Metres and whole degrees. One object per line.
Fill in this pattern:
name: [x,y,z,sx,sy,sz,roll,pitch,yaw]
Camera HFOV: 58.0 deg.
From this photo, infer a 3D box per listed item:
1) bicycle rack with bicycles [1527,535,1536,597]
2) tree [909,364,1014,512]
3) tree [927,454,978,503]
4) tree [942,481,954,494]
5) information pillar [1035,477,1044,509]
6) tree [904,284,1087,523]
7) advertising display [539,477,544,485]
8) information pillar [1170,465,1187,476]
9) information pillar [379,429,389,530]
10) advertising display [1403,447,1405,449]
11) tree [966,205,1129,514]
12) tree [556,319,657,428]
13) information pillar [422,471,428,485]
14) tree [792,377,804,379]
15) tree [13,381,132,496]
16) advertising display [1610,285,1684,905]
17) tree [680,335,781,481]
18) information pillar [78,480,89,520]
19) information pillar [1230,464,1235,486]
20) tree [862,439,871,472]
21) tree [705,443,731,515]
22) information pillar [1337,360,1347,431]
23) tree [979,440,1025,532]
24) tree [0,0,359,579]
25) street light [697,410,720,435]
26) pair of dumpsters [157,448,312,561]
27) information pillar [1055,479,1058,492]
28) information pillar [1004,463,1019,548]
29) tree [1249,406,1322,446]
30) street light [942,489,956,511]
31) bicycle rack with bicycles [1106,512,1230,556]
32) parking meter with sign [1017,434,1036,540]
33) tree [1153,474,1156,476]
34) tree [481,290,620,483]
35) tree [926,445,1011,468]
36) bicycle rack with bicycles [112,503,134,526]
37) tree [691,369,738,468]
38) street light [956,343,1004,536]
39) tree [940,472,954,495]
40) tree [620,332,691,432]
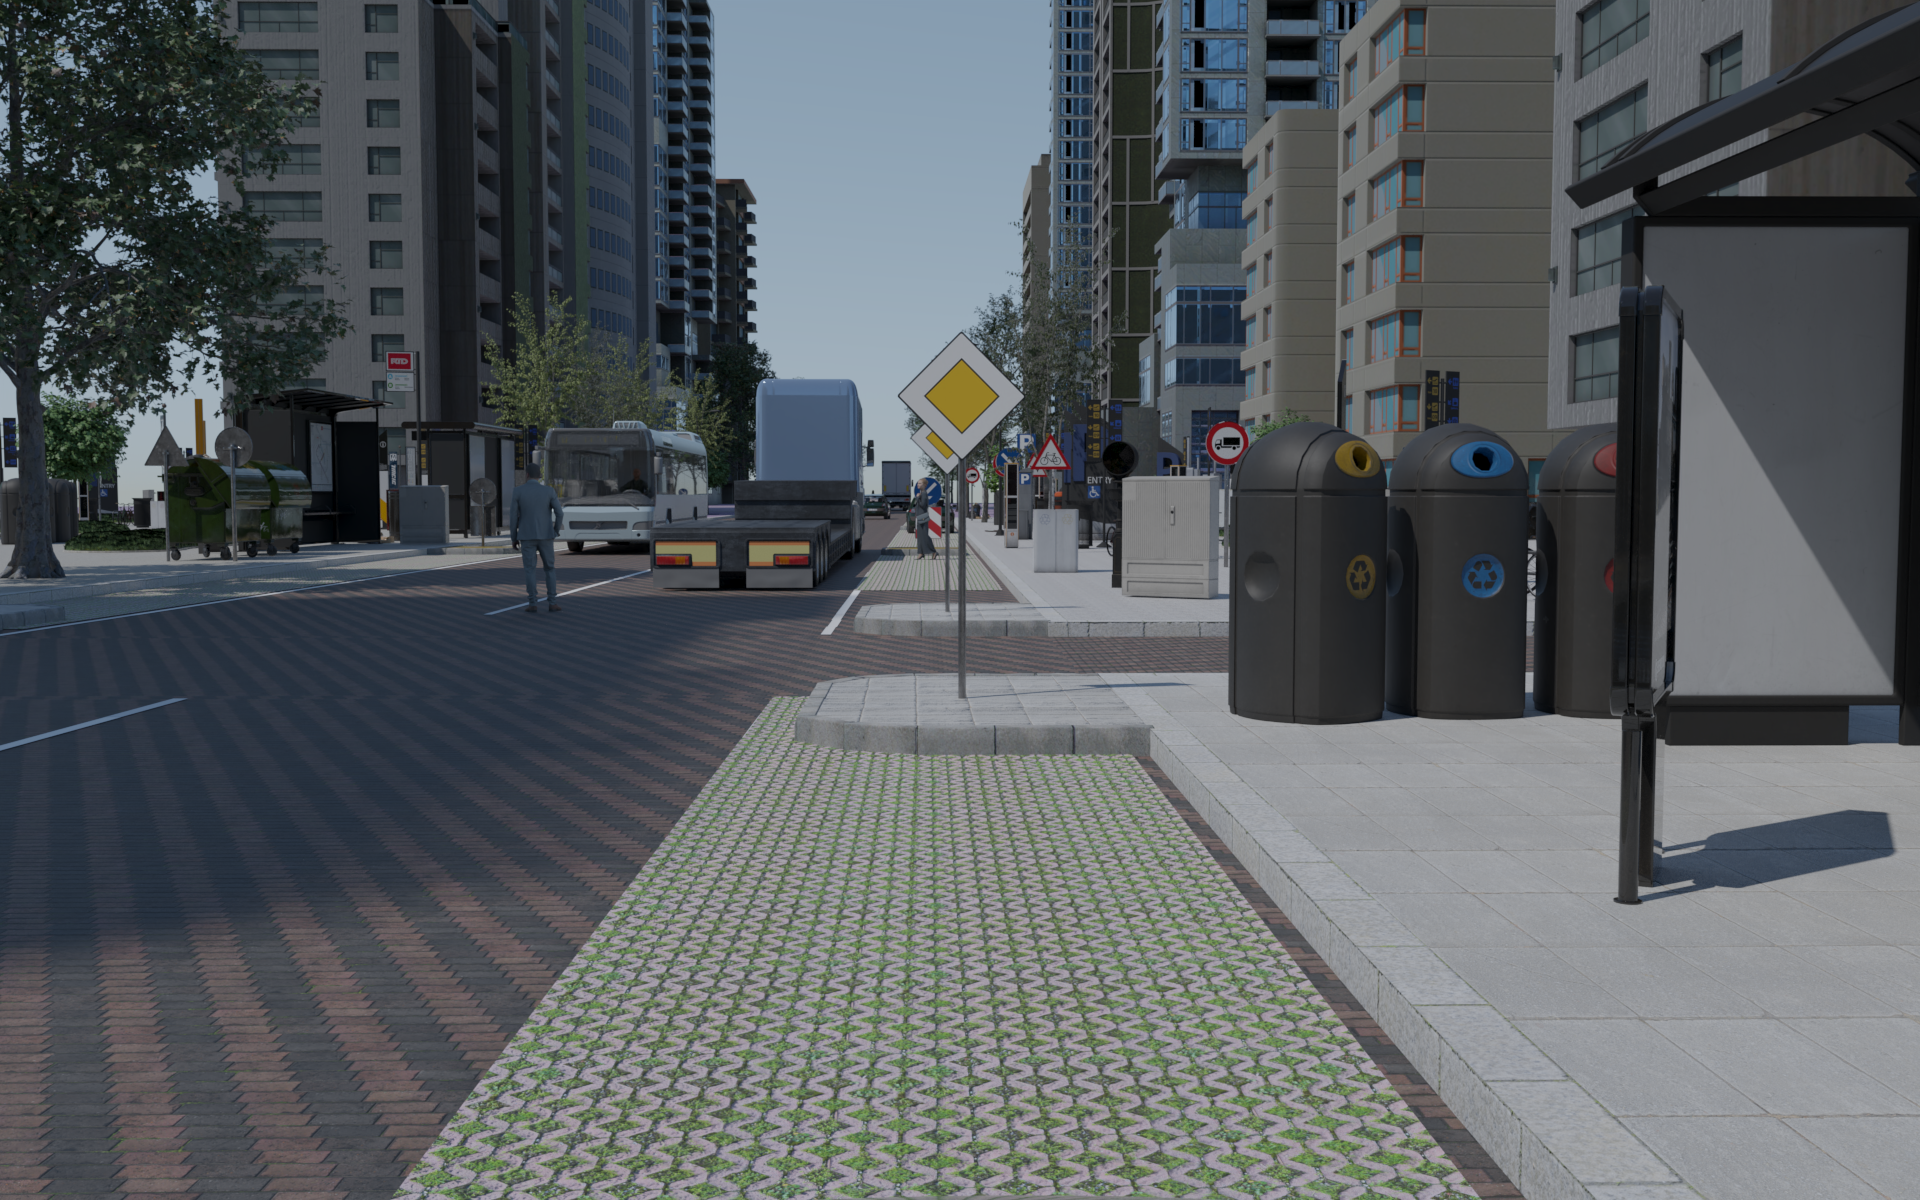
bicycle rack with bicycles: [7.736,-0.459,20.893,2.852,0.926,2.925,-3,5,-43]
tree: [0.227,-12.134,124.146,9.928,11.665,9.643,0,3,0]
tree: [-0.705,-19.518,237.239,7.486,12.596,7.792,0,3,0]
tree: [-1.885,-14.127,225.574,1.663,3.219,1.824,0,3,0]
information pillar: [3.061,-3.840,67.270,0.304,2.012,0.304,3,5,40]
tree: [1.355,-8.740,77.318,7.601,10.594,8.767,3,4,38]
advertising display: [-15.544,-3.707,65.821,0.974,1.923,0.123,-1,4,-16]
information pillar: [5.581,-2.433,44.277,0.304,2.012,0.304,-3,5,-40]
information pillar: [-20.842,-4.348,62.445,0.504,3.616,0.183,0,4,-4]
advertising display: [6.280,-1.165,24.264,0.123,1.923,0.974,1,4,18]
tree: [2.373,-5.780,44.873,4.360,8.622,3.978,0,3,0]
tree: [-15.134,-7.498,72.951,4.360,8.622,3.978,0,3,0]
information pillar: [-23.128,-5.102,74.766,0.504,3.616,0.183,0,4,-3]
tree: [-16.406,-17.123,186.609,9.857,13.997,8.962,0,3,0]
tree: [-25.393,-4.027,49.549,4.285,4.588,4.351,0,3,0]
advertising display: [2.287,-0.034,5.764,0.123,1.923,0.974,2,4,26]
tree: [-15.802,-12.738,125.267,9.611,12.733,9.660,0,3,0]
information pillar: [-30.544,-3.417,60.354,0.304,2.012,0.304,-2,4,-30]
information pillar: [14.709,-6.242,93.413,0.183,3.616,0.504,-1,4,-18]
tree: [-17.717,-20.911,252.257,12.009,13.543,11.850,0,3,0]
tree: [-15.898,-7.680,109.289,4.285,4.588,4.351,0,3,0]
information pillar: [6.612,-2.367,30.062,0.183,3.616,0.504,1,4,21]
tree: [1.342,-3.918,58.667,1.663,3.219,1.824,0,3,0]
tree: [-14.275,-6.689,26.368,9.611,12.733,9.660,0,3,0]
street light: [-13.953,-7.529,95.633,1.470,5.913,1.316,0,4,-1]
pair of dumpsters: [-14.735,-2.007,35.316,1.574,2.255,4.437,0,4,-1]
information pillar: [4.530,-4.819,83.286,0.304,2.012,0.304,1,4,21]
information pillar: [1.216,-2.232,40.987,0.304,2.012,0.304,0,4,-7]
tree: [12.286,-4.954,64.715,4.285,4.588,4.351,0,3,0]
street light: [-0.092,-7.372,93.076,1.470,5.913,1.316,0,4,-1]
bicycle rack with bicycles: [4.351,-1.298,34.602,2.852,0.926,2.925,-1,4,-9]
parking meter with sign: [1.841,-3.242,49.270,0.543,3.016,1.738,0,4,5]
tree: [10.883,-5.903,91.118,1.663,3.219,1.824,0,3,0]
tree: [-14.852,-6.813,61.752,4.737,8.622,4.395,0,3,0]
tree: [0.185,-16.649,182.573,12.009,13.543,11.850,0,3,0]
bicycle rack with bicycles: [-33.064,-3.458,69.926,2.852,0.926,2.925,0,4,8]
tree: [-15.519,-9.292,102.287,4.737,8.622,4.395,0,3,0]
street light: [0.699,-4.928,53.107,1.470,5.913,1.316,0,4,-1]
tree: [0.950,-8.368,87.185,4.360,8.622,3.978,0,3,0]
tree: [-15.130,-7.914,79.753,4.737,8.622,4.395,0,3,0]
